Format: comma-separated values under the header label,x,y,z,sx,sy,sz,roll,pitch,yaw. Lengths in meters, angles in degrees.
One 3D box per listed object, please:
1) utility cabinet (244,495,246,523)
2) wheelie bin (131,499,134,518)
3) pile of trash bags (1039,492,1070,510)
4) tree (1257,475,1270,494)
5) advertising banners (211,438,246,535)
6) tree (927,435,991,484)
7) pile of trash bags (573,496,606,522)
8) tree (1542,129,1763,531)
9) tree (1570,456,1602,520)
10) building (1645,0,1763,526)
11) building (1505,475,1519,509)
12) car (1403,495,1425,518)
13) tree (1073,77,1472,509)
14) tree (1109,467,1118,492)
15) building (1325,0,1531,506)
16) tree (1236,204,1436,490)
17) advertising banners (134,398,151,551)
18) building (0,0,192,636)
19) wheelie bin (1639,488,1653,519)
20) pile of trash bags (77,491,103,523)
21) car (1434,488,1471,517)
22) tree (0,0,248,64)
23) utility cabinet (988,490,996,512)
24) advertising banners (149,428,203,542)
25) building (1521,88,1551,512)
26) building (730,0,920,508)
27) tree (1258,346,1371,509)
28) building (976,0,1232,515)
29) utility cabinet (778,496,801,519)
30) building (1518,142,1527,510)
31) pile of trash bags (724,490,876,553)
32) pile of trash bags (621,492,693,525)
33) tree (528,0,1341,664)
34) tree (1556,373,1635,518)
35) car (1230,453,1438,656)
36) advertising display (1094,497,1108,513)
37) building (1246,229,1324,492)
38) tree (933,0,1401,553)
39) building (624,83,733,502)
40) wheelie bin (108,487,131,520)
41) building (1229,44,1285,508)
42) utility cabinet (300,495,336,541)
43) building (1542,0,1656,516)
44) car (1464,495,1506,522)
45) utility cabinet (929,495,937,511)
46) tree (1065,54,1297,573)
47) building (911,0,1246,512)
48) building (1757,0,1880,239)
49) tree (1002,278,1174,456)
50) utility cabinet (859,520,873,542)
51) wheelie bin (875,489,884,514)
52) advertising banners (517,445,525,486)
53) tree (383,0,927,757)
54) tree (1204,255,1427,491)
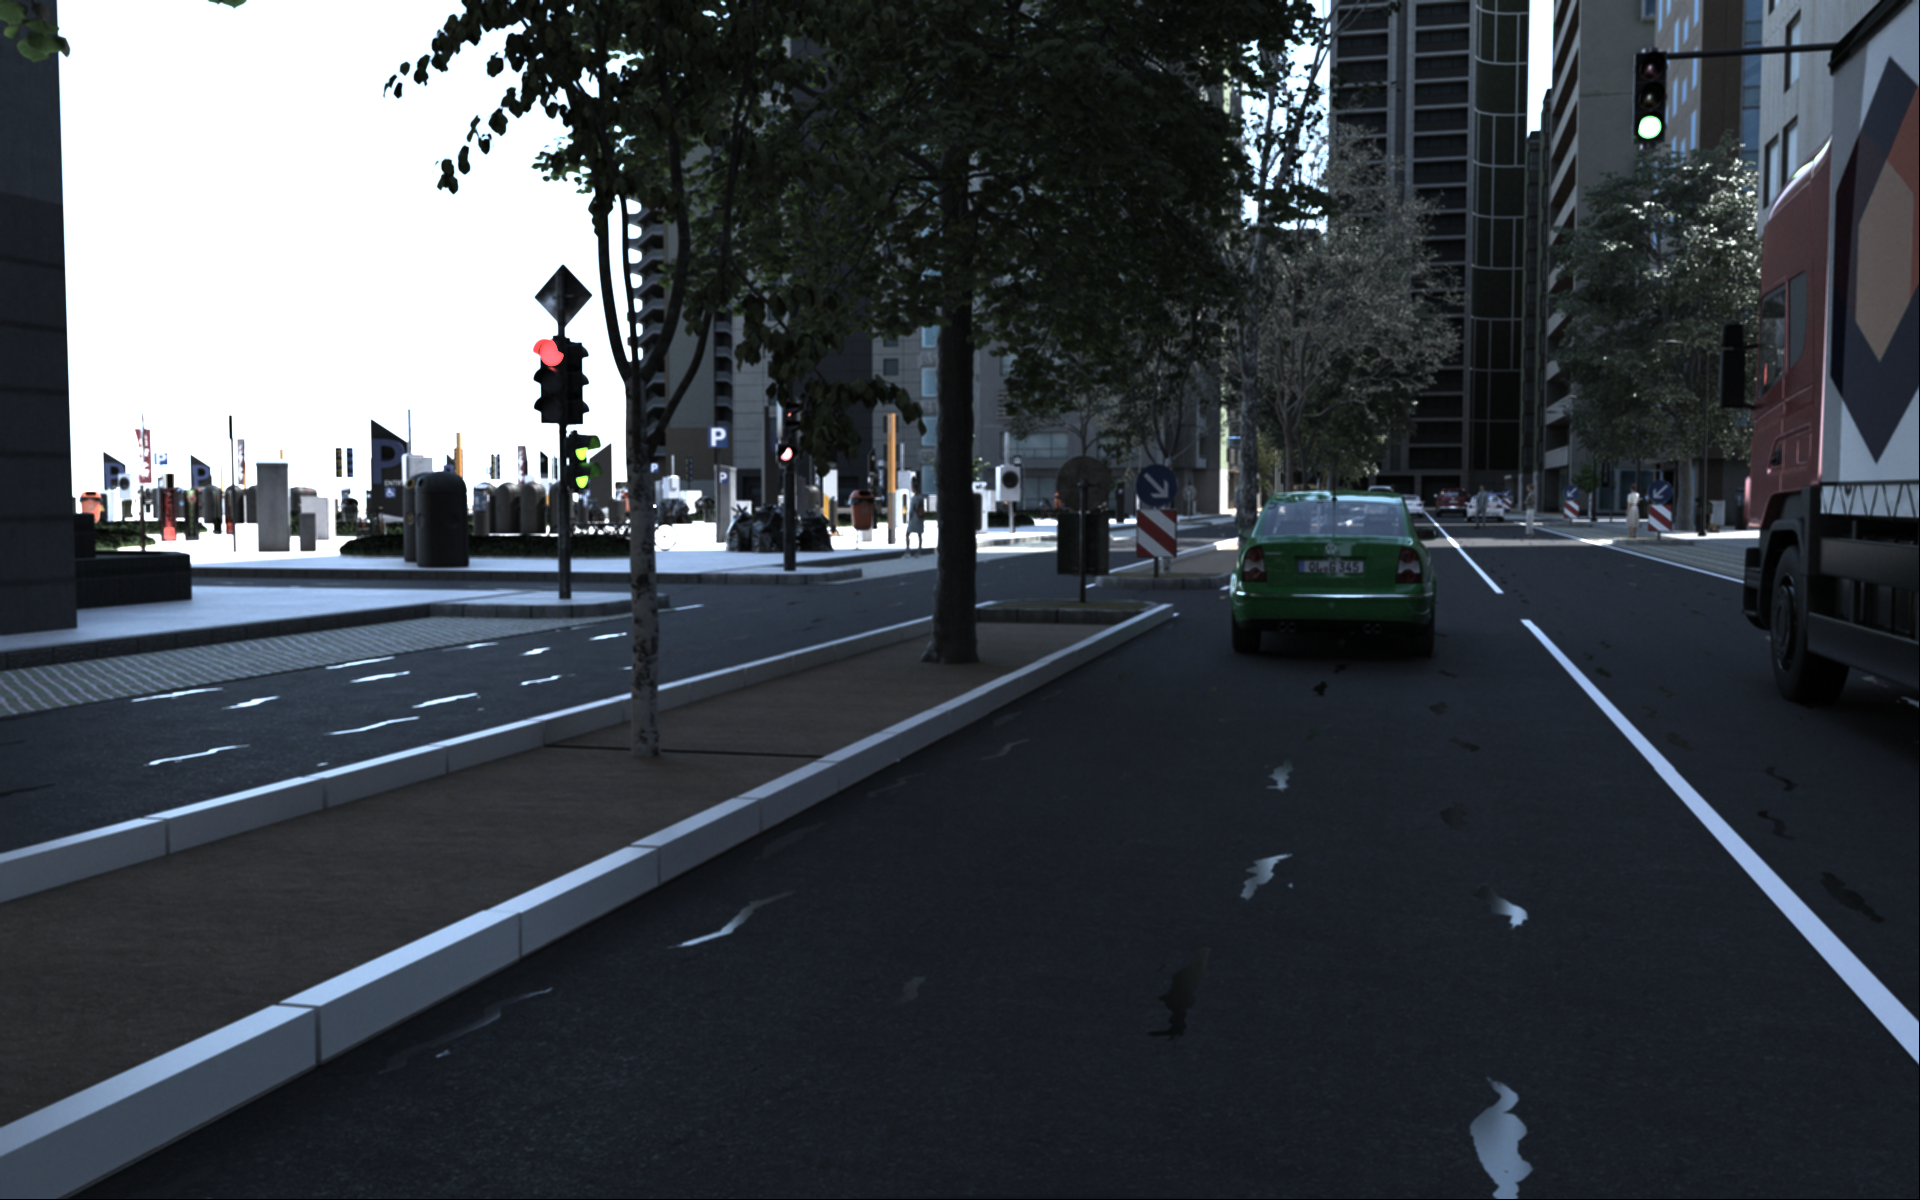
label,x,y,z,sx,sy,sz,roll,pitch,yaw
utility cabinet,-31.821,-4.035,77.141,0.306,1.237,1.020,3,5,42
wheelie bin,-44.451,-5.147,92.063,0.693,1.594,0.980,2,4,24
pile of trash bags,5.283,-5.225,95.189,1.912,1.369,3.447,0,4,-2
tree,26.620,-9.780,154.510,1.663,3.219,1.824,0,3,0
advertising banners,-23.021,-3.568,54.526,2.074,3.025,0.090,3,4,38
tree,-0.210,-3.337,49.168,1.663,3.219,1.824,0,3,0
pile of trash bags,-16.838,-4.311,80.238,3.447,1.369,1.912,-1,4,-9
tree,25.257,-9.394,60.254,9.857,13.997,8.962,0,3,0
tree,31.686,-5.692,87.668,1.663,3.219,1.824,0,3,0
building,37.763,-25.884,73.315,14.600,45.320,14.200,1,4,14
building,66.089,-28.300,154.579,32.217,40.220,23.993,1,4,14
car,27.222,-5.688,105.358,2.083,1.381,4.827,1,4,14
tree,9.821,-8.466,51.239,12.009,13.543,11.850,0,3,0
tree,8.653,-6.596,102.448,1.663,3.219,1.824,0,3,0
building,50.943,-45.900,188.720,20.611,71.187,20.563,1,4,14
tree,16.585,-10.281,77.207,9.857,13.997,8.962,0,3,0
advertising banners,-15.362,-2.222,32.515,0.090,3.025,2.074,-2,4,-27
building,-23.126,-28.865,13.942,28.212,58.520,21.231,1,4,14
wheelie bin,35.145,-4.953,88.887,0.693,1.594,0.980,-1,4,-11
pile of trash bags,-26.234,-2.409,49.146,3.447,1.369,1.912,-2,4,-34
car,30.981,-6.132,108.935,2.281,1.827,5.304,1,4,15
tree,-3.308,-5.030,2.831,7.486,12.596,7.792,0,3,0
utility cabinet,1.783,-5.373,96.532,0.318,1.500,1.173,0,4,-7
advertising banners,-21.357,-3.091,46.729,0.090,3.025,2.074,2,4,26
building,48.807,-21.603,124.904,14.160,30.474,14.107,1,4,14
building,-9.665,-45.025,174.410,20.611,71.187,20.563,1,4,14
tree,14.539,-7.152,69.749,4.737,8.622,4.395,0,3,0
building,9.471,-26.091,110.178,14.154,41.232,14.086,1,4,14
utility cabinet,-5.806,-2.853,57.801,1.020,1.237,0.306,1,4,20
building,52.258,-22.453,138.803,14.160,30.474,14.107,1,4,14
pile of trash bags,-3.485,-1.794,39.090,3.447,1.369,1.912,-2,4,-30
pile of trash bags,-12.833,-3.930,74.004,1.912,1.369,3.447,-2,4,-34
tree,-0.053,-5.762,14.799,7.486,12.596,7.792,0,3,0
tree,33.751,-8.666,92.044,4.360,8.622,3.978,0,3,0
car,3.660,-0.493,16.854,1.959,1.807,4.718,1,4,13
advertising display,6.135,-4.389,76.972,0.974,1.923,0.123,2,4,34
building,32.907,-25.652,191.106,14.107,30.474,14.160,1,4,14
tree,5.301,-11.003,38.251,12.611,20.169,13.585,0,3,0
building,-25.703,-32.574,182.689,14.200,45.320,14.600,1,4,14
wheelie bin,-39.355,-4.444,80.570,0.693,1.594,0.980,2,4,28
building,15.494,-52.309,167.929,31.000,86.520,22.319,1,4,14
utility cabinet,-17.793,-2.255,48.037,1.020,1.237,0.306,2,4,26
building,48.112,-29.493,105.919,21.300,48.544,21.600,1,4,14
car,27.378,-4.767,90.299,2.083,1.381,4.827,1,4,16
utility cabinet,-1.138,-4.920,91.598,1.020,1.237,0.306,0,4,-1
tree,3.377,-4.601,28.052,4.360,8.622,3.978,0,3,0
building,9.924,-31.397,132.957,23.786,49.044,30.456,1,4,14
building,32.235,-27.134,32.878,27.495,52.752,28.713,1,4,14
tree,5.132,-8.267,69.575,7.601,10.594,8.767,1,4,12
utility cabinet,-2.532,-2.153,46.365,0.306,1.237,1.020,-1,4,-9
wheelie bin,-4.809,-5.563,98.865,0.980,1.594,0.693,0,4,-5
advertising banners,-16.129,-4.021,61.933,2.074,3.025,0.090,3,5,41
tree,-1.734,-3.433,8.949,4.737,8.622,4.395,0,3,0
tree,12.842,-7.755,63.665,8.767,10.594,7.601,1,4,14
